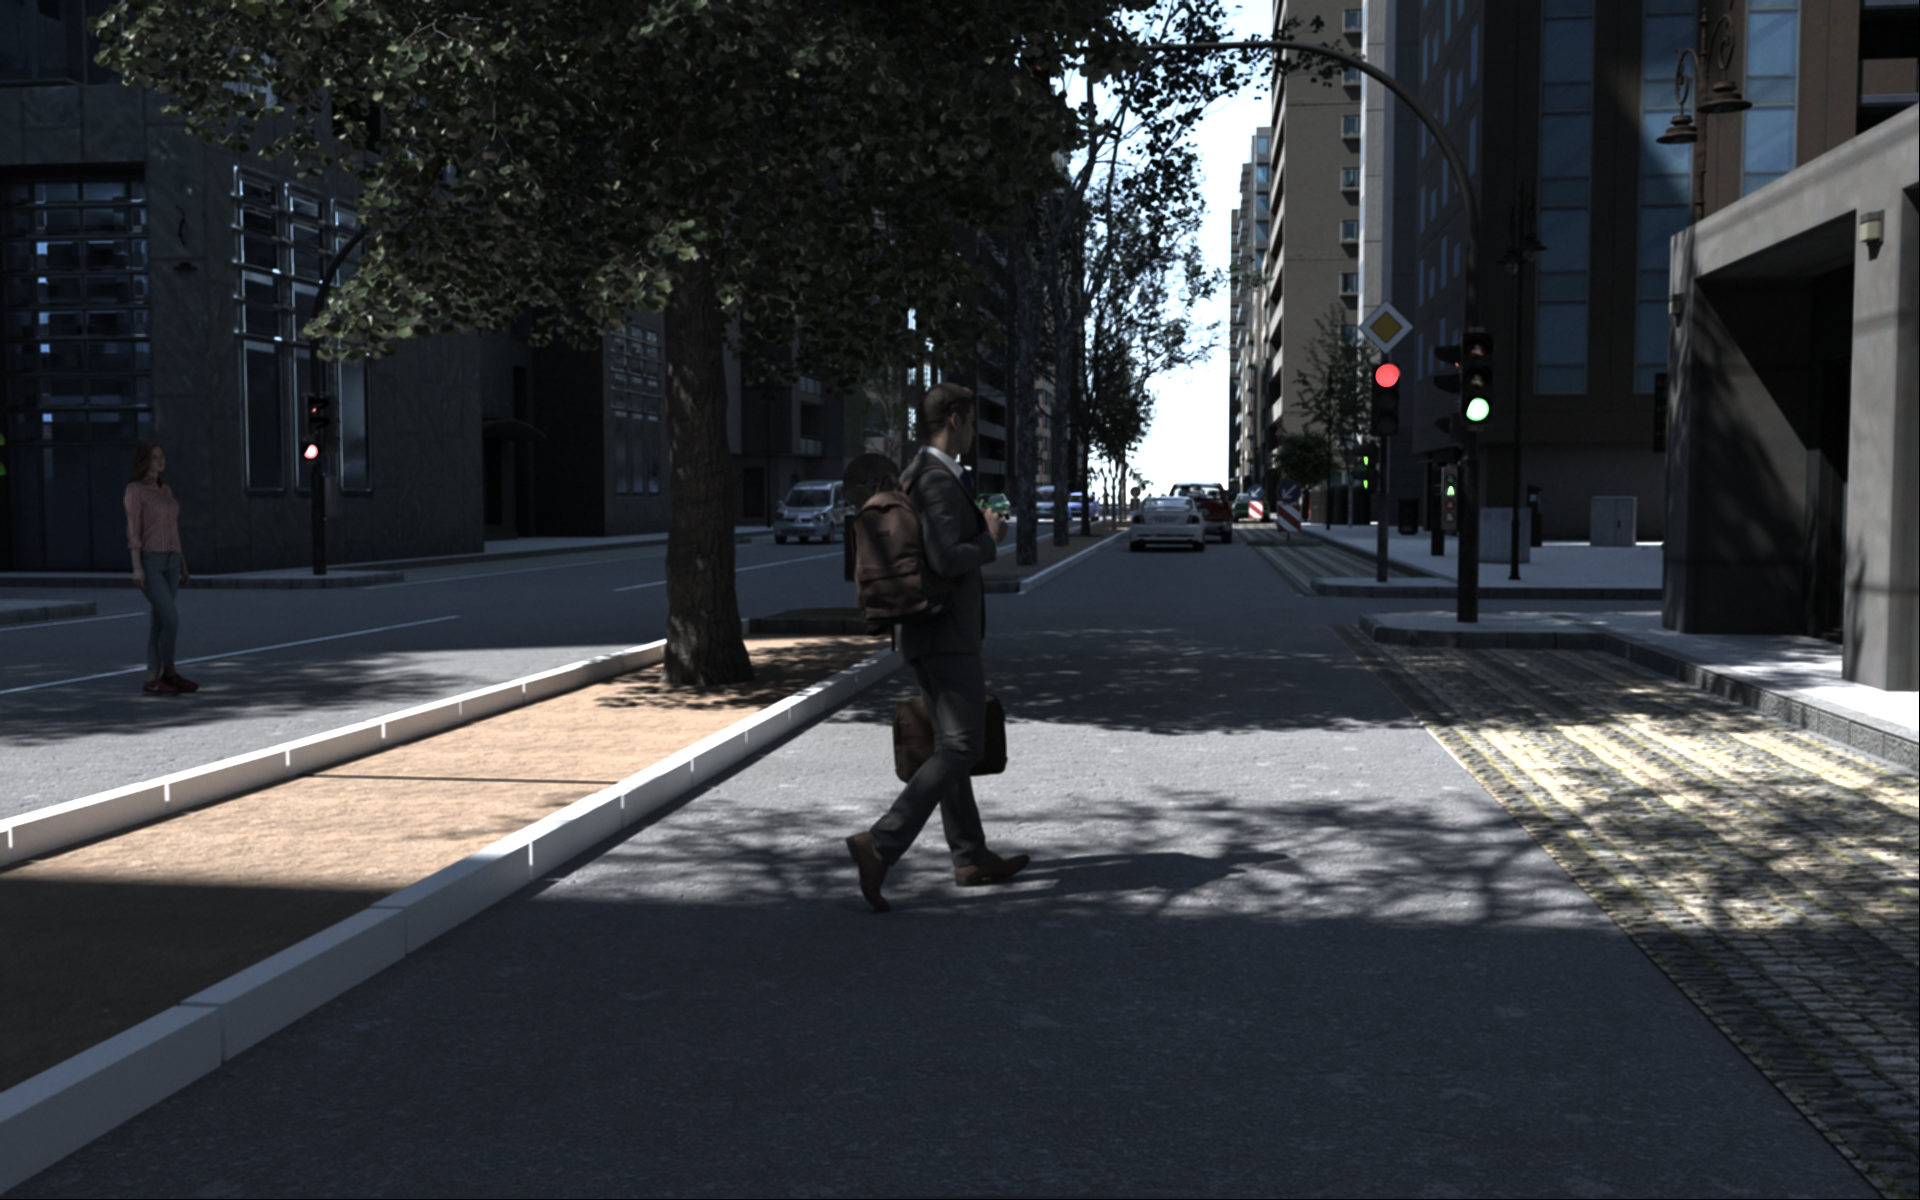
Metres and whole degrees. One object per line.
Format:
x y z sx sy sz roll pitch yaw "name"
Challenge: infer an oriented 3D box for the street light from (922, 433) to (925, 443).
-1.777 -8.012 103.778 0.468 5.910 1.993 0 4 8 "street light"

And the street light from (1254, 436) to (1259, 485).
23.717 -10.149 138.721 0.468 5.910 1.993 0 4 8 "street light"

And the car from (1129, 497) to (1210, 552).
5.373 -1.972 44.612 2.083 1.381 4.827 1 4 9 "car"

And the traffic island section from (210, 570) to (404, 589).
-10.200 -0.322 27.547 2.009 0.180 2.903 0 4 8 "traffic island section"

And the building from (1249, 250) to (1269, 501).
37.280 -17.741 135.097 27.650 21.520 28.899 0 4 8 "building"

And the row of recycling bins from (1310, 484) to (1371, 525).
16.062 -4.046 73.271 1.069 1.692 3.534 -2 4 -26 "row of recycling bins"

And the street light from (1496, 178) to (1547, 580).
8.316 -3.242 25.792 0.468 5.910 1.993 0 4 8 "street light"

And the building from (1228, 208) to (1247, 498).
45.713 -34.567 248.763 14.154 41.232 14.086 0 4 8 "building"

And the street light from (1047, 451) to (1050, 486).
9.517 -13.050 186.155 0.468 5.910 1.993 0 4 8 "street light"

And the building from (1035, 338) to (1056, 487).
-2.729 -21.790 201.302 27.650 21.520 28.899 0 4 8 "building"

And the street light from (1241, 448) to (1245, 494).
30.134 -12.950 184.515 0.468 5.910 1.993 0 4 8 "street light"

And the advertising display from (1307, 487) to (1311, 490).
19.973 -5.760 99.390 0.123 1.923 0.974 0 4 1 "advertising display"

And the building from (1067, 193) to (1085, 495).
10.533 -36.620 248.840 14.600 45.320 14.200 0 4 8 "building"

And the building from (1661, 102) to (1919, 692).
15.467 -34.537 2.938 20.563 71.187 20.611 0 4 8 "building"

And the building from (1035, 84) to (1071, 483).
0.449 -39.128 228.985 28.713 52.752 27.495 0 4 8 "building"

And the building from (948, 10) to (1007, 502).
-7.816 -31.845 144.362 21.300 48.544 21.600 0 4 8 "building"

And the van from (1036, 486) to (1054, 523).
4.208 -4.720 84.186 2.013 2.044 4.112 1 4 9 "van"

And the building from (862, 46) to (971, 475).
-12.103 -30.495 118.205 23.786 49.044 30.456 0 4 8 "building"

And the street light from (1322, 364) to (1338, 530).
13.213 -5.455 61.969 0.468 5.910 1.993 0 4 8 "street light"

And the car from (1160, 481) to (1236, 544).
7.097 -2.633 51.718 2.281 1.827 5.304 1 4 8 "car"

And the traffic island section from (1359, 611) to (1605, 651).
5.107 0.299 17.398 2.009 0.180 2.903 0 4 8 "traffic island section"

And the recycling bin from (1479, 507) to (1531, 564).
10.150 -1.206 32.273 0.722 1.027 0.722 3 5 43 "recycling bin"

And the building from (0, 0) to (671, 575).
-20.774 -44.586 41.652 22.319 86.520 31.000 0 4 8 "building"

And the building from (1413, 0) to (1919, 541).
21.878 -24.584 52.068 14.600 45.320 14.200 0 4 8 "building"

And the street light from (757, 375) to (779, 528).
-7.238 -5.666 65.424 0.468 5.910 1.993 0 4 8 "street light"

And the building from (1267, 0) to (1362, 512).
30.887 -29.720 109.626 21.300 48.544 21.600 0 4 8 "building"

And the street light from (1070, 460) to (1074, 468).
14.393 -15.263 222.335 0.468 5.910 1.993 0 4 8 "street light"

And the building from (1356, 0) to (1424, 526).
29.445 -32.909 80.056 21.231 58.520 28.212 0 4 8 "building"

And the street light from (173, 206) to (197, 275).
-12.067 -3.385 28.133 0.468 5.910 1.993 0 4 8 "street light"

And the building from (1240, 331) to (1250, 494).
46.127 -21.465 195.986 27.650 21.520 28.899 0 4 8 "building"

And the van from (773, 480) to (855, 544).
-4.248 -2.679 50.814 2.013 2.044 4.112 1 4 9 "van"

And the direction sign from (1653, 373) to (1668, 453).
13.403 -2.467 32.326 0.876 3.537 0.379 2 4 29 "direction sign"

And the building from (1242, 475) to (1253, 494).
42.770 -28.657 160.419 32.217 40.220 23.993 0 4 8 "building"

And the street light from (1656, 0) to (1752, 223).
7.083 -2.683 16.648 0.468 5.910 1.993 0 4 8 "street light"

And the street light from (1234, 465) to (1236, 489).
34.995 -15.163 220.696 0.468 5.910 1.993 0 4 8 "street light"

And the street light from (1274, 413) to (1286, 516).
18.841 -7.936 102.541 0.468 5.910 1.993 0 4 8 "street light"

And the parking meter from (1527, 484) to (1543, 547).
13.944 -2.057 42.039 0.372 1.533 0.369 0 3 0 "parking meter"

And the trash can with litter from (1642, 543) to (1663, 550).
16.749 -1.741 39.527 1.678 1.210 2.233 -3 5 -40 "trash can with litter"

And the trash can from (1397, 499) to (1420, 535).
14.137 -2.628 54.614 0.748 1.137 0.748 0 3 0 "trash can"

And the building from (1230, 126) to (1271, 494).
47.598 -37.078 225.832 23.786 49.044 30.456 0 4 8 "building"

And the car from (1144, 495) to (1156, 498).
27.363 -14.408 248.157 1.945 1.354 3.894 1 4 8 "car"

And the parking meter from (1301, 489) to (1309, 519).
17.577 -4.879 88.185 0.372 1.533 0.369 0 3 0 "parking meter"

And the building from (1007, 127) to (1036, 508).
-0.496 -29.302 162.681 14.154 41.232 14.086 0 4 8 "building"

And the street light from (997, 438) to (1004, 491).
3.259 -10.264 140.609 0.468 5.910 1.993 0 4 8 "street light"

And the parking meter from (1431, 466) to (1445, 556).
9.972 -1.859 36.110 0.255 1.863 0.399 1 4 14 "parking meter"

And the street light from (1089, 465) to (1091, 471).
19.396 -17.487 258.695 0.468 5.910 1.993 0 4 8 "street light"

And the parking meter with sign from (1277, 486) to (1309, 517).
18.571 -6.136 96.582 1.738 3.016 0.543 1 4 10 "parking meter with sign"

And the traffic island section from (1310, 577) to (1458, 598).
6.189 -0.185 25.310 2.009 0.180 2.903 0 4 8 "traffic island section"

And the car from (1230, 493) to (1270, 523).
14.687 -4.825 87.678 1.959 1.807 4.718 0 4 6 "car"

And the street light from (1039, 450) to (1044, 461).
8.277 -12.478 176.801 0.468 5.910 1.993 0 4 8 "street light"

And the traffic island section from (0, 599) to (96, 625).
-11.282 0.162 19.635 2.009 0.180 2.903 0 4 8 "traffic island section"

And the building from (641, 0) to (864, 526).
-12.191 -23.794 72.634 14.154 41.232 14.086 0 4 8 "building"
